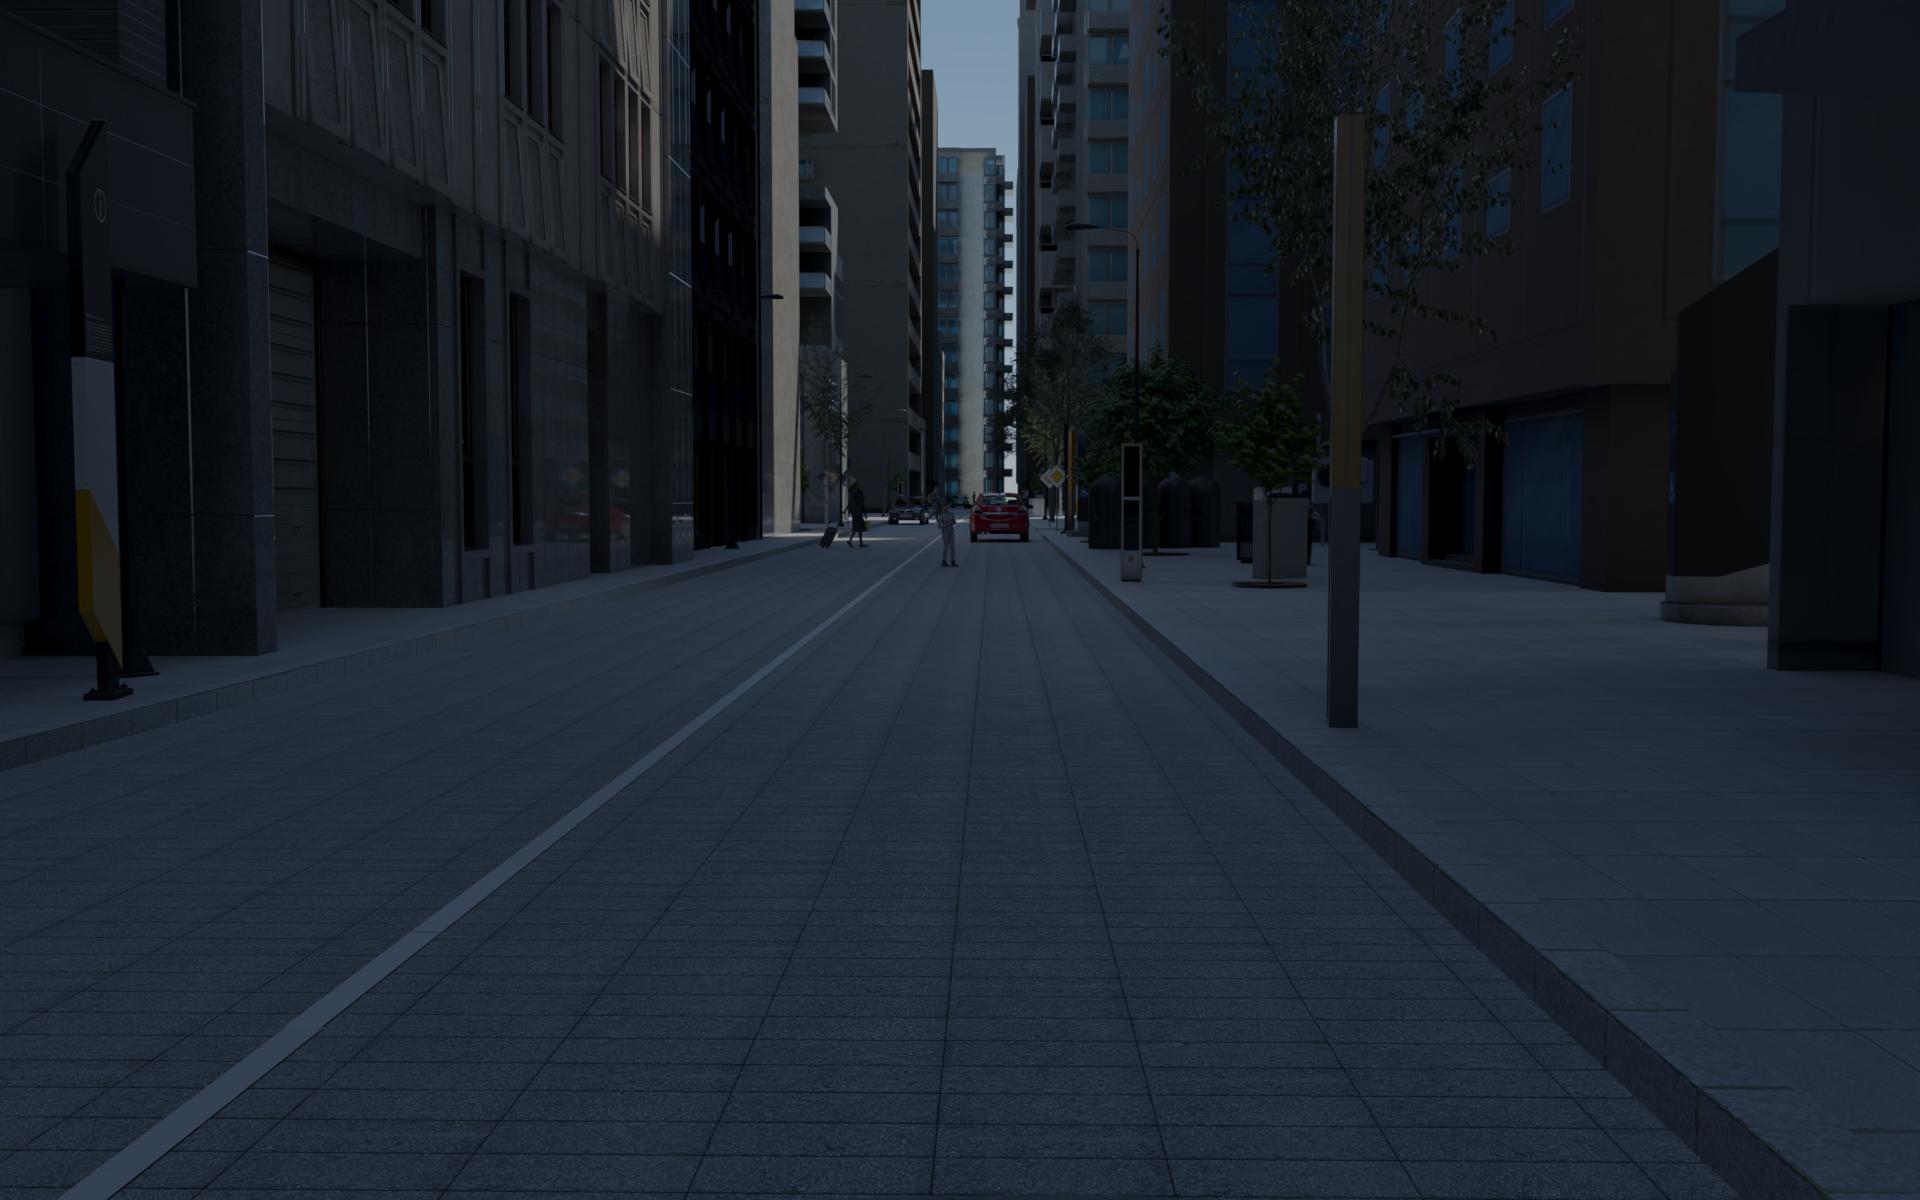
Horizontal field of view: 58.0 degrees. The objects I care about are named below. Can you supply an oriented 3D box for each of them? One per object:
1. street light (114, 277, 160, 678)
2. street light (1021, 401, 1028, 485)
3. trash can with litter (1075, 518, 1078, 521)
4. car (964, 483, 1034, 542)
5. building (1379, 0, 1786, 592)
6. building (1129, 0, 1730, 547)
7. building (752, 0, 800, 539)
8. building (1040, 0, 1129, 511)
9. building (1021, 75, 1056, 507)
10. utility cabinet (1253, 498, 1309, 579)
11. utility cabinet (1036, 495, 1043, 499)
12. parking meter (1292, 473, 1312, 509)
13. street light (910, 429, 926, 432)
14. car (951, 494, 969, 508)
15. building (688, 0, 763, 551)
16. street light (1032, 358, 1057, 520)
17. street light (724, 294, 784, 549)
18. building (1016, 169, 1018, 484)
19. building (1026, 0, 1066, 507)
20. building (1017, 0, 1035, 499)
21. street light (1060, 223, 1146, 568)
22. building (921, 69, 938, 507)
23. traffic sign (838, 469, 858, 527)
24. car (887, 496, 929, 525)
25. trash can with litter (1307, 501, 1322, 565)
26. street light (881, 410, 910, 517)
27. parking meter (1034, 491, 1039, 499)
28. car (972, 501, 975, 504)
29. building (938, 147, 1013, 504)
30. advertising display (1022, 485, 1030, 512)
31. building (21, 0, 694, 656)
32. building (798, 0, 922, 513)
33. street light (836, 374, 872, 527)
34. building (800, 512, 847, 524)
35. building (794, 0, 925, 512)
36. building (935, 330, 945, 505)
[{"bbox_3d":[-5.319,-2.416,12.045,1.470,5.913,1.316,0,4,1],"label":"street light"},{"bbox_3d":[3.704,-6.946,86.104,1.470,5.913,1.316,0,4,1],"label":"street light"},{"bbox_3d":[6.105,-4.406,83.089,1.678,1.210,2.233,-2,4,-31],"label":"trash can with litter"},{"bbox_3d":[1.196,-2.696,53.119,2.155,1.783,4.494,0,4,1],"label":"car"},{"bbox_3d":[15.103,-23.098,27.759,14.600,45.320,14.200,0,4,1],"label":"building"},{"bbox_3d":[12.476,-24.520,51.015,14.600,45.320,14.200,0,4,1],"label":"building"},{"bbox_3d":[-13.981,-12.171,53.748,16.860,20.320,10.420,0,4,1],"label":"building"},{"bbox_3d":[18.044,-30.986,126.236,23.786,49.044,30.456,0,4,1],"label":"building"},{"bbox_3d":[13.816,-32.551,182.323,14.600,45.320,14.200,0,4,1],"label":"building"},{"bbox_3d":[4.883,-0.934,26.429,1.020,1.237,0.306,-3,5,-42],"label":"utility cabinet"},{"bbox_3d":[5.124,-6.118,111.195,0.306,1.237,1.020,0,4,-6],"label":"utility cabinet"},{"bbox_3d":[7.013,-1.826,35.567,0.399,1.863,0.255,1,4,10],"label":"parking meter"},{"bbox_3d":[-3.089,-9.220,123.293,1.470,5.913,1.316,0,4,1],"label":"street light"},{"bbox_3d":[0.022,-10.286,176.972,1.959,1.807,4.718,0,4,2],"label":"car"},{"bbox_3d":[-11.929,-12.919,40.902,12.332,23.373,15.834,0,4,1],"label":"building"},{"bbox_3d":[3.152,-5.303,59.249,1.470,5.913,1.316,0,4,1],"label":"street light"},{"bbox_3d":[-4.790,-4.148,40.364,1.470,5.913,1.316,0,4,1],"label":"street light"},{"bbox_3d":[14.675,-35.584,231.914,14.200,45.320,14.600,0,4,1],"label":"building"},{"bbox_3d":[20.641,-34.961,160.857,28.713,52.752,27.495,0,4,1],"label":"building"},{"bbox_3d":[17.285,-40.444,203.255,21.231,58.520,28.212,0,4,1],"label":"building"},{"bbox_3d":[2.499,-3.502,29.804,1.470,5.913,1.316,0,4,1],"label":"street light"},{"bbox_3d":[-9.414,-32.418,180.142,14.600,45.320,14.200,0,4,1],"label":"building"},{"bbox_3d":[-4.361,-3.903,67.458,0.795,2.450,0.064,0,4,1],"label":"traffic sign"},{"bbox_3d":[-2.413,-4.232,81.769,1.945,1.354,3.894,0,4,3],"label":"car"},{"bbox_3d":[5.899,-1.203,31.064,1.055,1.170,0.624,-1,4,-22],"label":"trash can with litter"},{"bbox_3d":[-3.658,-7.524,95.564,1.470,5.913,1.316,0,4,1],"label":"street light"},{"bbox_3d":[5.917,-7.655,133.568,0.372,1.533,0.369,0,3,0],"label":"parking meter"},{"bbox_3d":[1.669,-4.938,92.534,2.131,1.459,4.920,0,4,3],"label":"car"},{"bbox_3d":[-8.002,-37.775,237.228,30.456,49.044,23.786,0,4,1],"label":"building"},{"bbox_3d":[4.562,-6.993,119.541,0.123,1.923,0.974,-2,4,-26],"label":"advertising display"},{"bbox_3d":[-11.363,-12.536,22.994,12.078,24.808,19.932,0,4,1],"label":"building"},{"bbox_3d":[-13.849,-30.581,123.708,21.300,48.544,21.600,0,4,1],"label":"building"},{"bbox_3d":[-4.108,-5.799,67.355,1.470,5.913,1.316,0,4,1],"label":"street light"},{"bbox_3d":[-16.626,-47.443,88.361,22.319,86.520,31.000,0,4,1],"label":"building"},{"bbox_3d":[-14.126,-51.605,156.417,22.319,86.520,31.000,0,4,1],"label":"building"},{"bbox_3d":[-16.607,-22.055,205.634,28.899,21.520,27.650,0,4,1],"label":"building"}]
